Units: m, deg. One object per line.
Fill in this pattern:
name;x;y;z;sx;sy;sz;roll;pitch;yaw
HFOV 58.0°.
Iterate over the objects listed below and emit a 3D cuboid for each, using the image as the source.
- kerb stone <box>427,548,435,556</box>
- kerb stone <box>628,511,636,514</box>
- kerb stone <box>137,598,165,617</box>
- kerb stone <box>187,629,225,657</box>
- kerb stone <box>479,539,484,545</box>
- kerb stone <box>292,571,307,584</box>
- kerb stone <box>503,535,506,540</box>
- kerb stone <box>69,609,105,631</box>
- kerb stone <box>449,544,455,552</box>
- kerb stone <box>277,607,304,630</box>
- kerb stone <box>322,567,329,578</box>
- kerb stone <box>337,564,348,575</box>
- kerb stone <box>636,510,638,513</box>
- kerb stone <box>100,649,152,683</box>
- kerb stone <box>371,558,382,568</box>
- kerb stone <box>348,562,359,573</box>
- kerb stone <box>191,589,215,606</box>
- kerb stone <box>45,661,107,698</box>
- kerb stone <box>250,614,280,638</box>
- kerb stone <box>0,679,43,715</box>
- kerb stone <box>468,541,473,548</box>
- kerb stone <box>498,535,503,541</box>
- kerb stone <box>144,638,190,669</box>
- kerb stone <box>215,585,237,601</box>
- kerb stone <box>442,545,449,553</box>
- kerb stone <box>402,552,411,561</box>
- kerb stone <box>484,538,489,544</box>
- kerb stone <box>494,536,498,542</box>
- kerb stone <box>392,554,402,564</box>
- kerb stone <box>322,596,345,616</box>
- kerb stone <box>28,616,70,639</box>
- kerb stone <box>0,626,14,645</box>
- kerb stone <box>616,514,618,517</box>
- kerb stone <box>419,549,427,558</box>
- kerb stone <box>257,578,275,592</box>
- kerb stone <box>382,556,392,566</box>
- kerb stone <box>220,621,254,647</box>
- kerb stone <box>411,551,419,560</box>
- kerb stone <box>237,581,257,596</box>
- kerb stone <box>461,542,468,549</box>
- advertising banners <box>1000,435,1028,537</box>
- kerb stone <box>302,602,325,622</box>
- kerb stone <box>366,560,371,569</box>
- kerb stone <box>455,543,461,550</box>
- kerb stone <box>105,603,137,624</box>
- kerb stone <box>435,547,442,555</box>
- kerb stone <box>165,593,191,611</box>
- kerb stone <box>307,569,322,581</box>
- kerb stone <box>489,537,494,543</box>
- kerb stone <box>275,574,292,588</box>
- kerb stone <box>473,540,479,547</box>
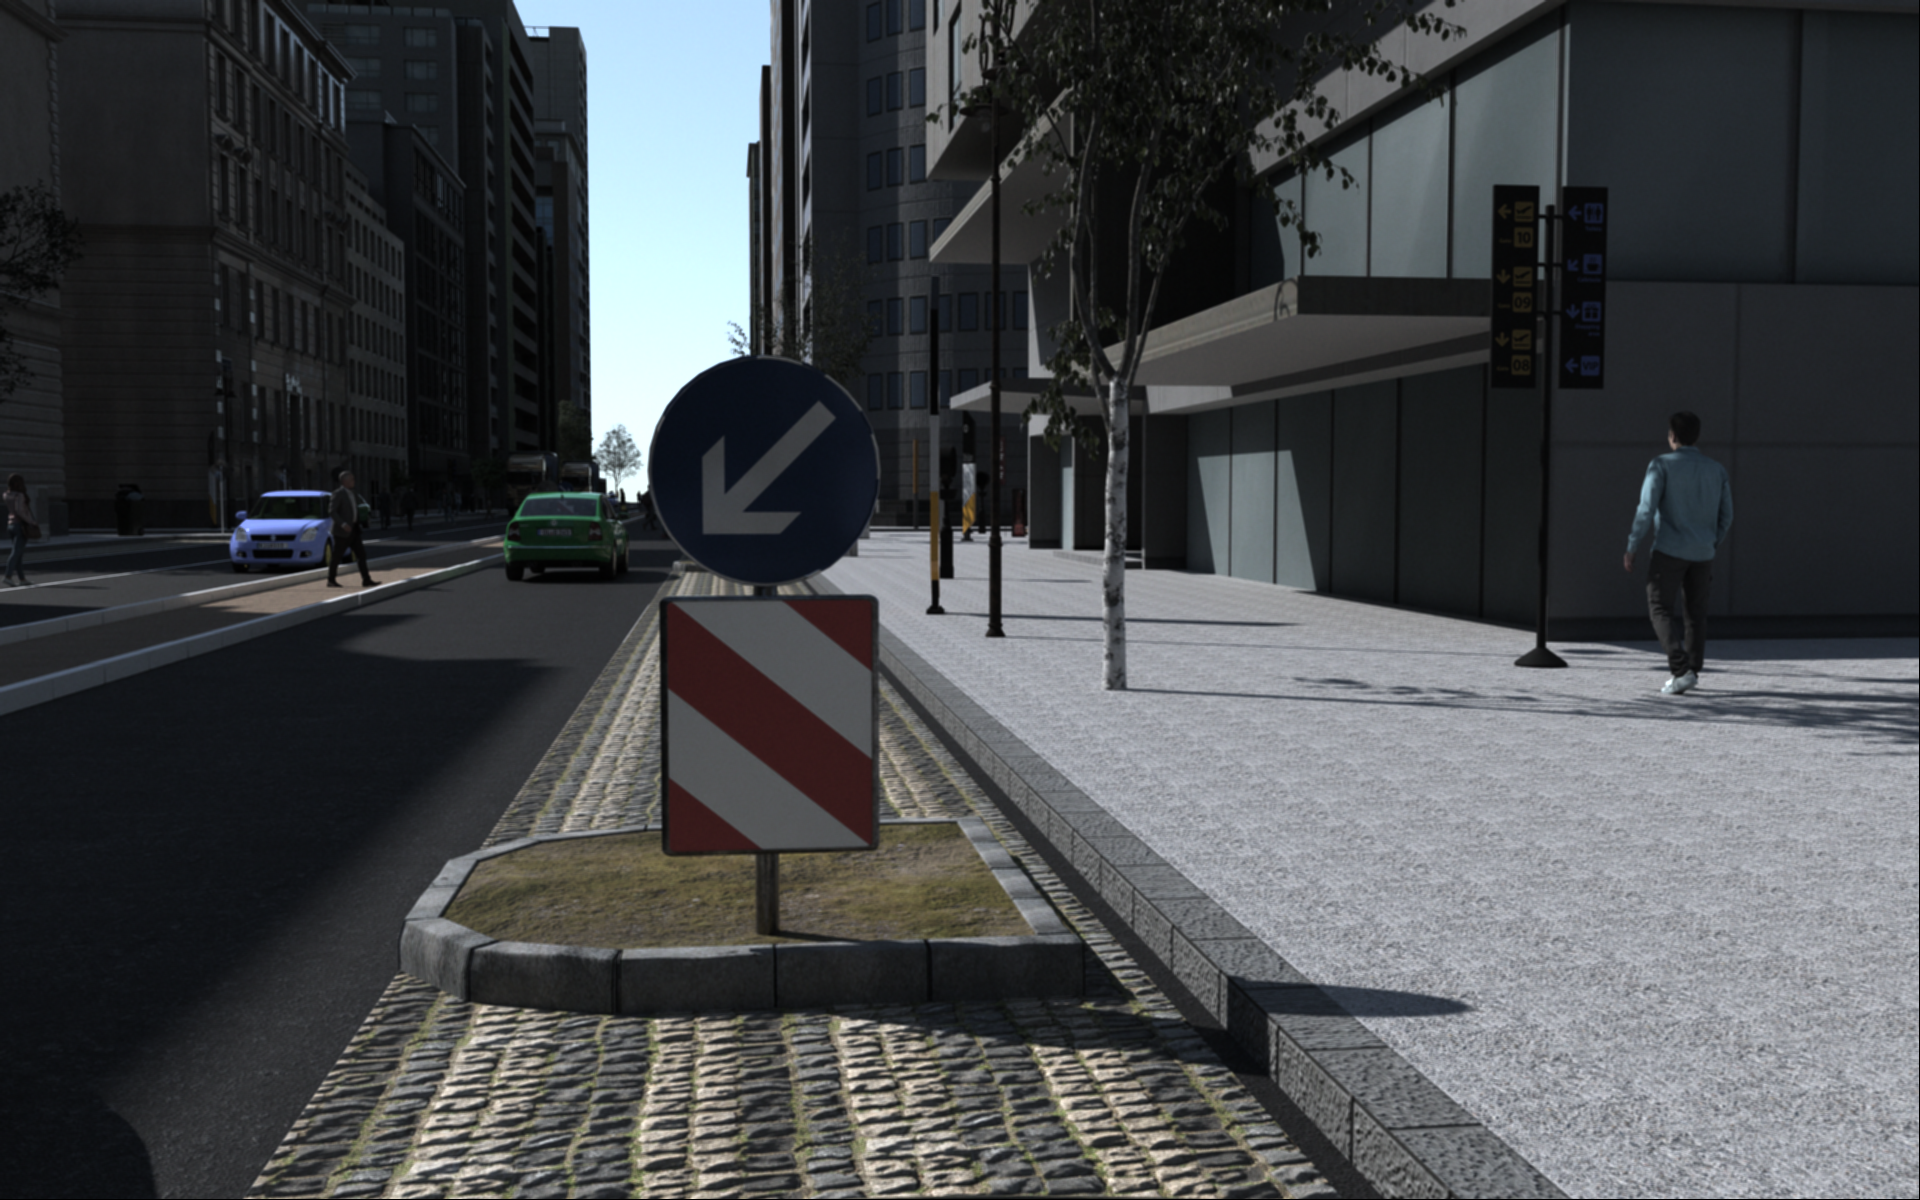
kerb stone;-12.262;-1.070;39.743;0.120;0.150;1.000;0;4;-8
kerb stone;-24.177;-6.449;127.630;0.120;0.150;1.000;0;4;-8
kerb stone;-9.650;0.107;20.475;0.120;0.150;1.000;0;4;-8
kerb stone;-6.876;0.401;15.651;0.120;0.150;1.000;0;4;-8
kerb stone;-13.365;-1.571;47.880;0.120;0.150;1.000;0;4;-8
kerb stone;-10.613;-0.329;27.567;0.120;0.150;1.000;0;4;-8
kerb stone;-14.059;-1.881;52.951;0.120;0.150;1.000;0;4;-8
kerb stone;-9.373;0.230;18.437;0.120;0.150;1.000;0;4;-8
kerb stone;-12.675;-1.259;42.785;0.120;0.150;1.000;0;4;-8
kerb stone;-7.290;0.215;18.689;0.120;0.150;1.000;0;4;-8
kerb stone;-10.887;-0.453;29.594;0.120;0.150;1.000;0;4;-8
kerb stone;-11.027;-0.514;30.607;0.120;0.150;1.000;0;4;-8
kerb stone;-24.592;-6.635;130.669;0.120;0.150;1.000;0;4;-8
kerb stone;-6.602;0.525;13.611;0.120;0.150;1.000;0;4;-8
kerb stone;-11.436;-0.700;33.647;0.120;0.150;1.000;0;4;-8
kerb stone;-11.163;-0.575;31.620;0.120;0.150;1.000;0;4;-8
kerb stone;-9.923;-0.017;22.501;0.120;0.150;1.000;0;4;-8
kerb stone;-6.464;0.589;12.592;0.120;0.150;1.000;0;4;-8
kerb stone;-7.153;0.276;17.676;0.120;0.150;1.000;0;4;-8
kerb stone;-6.321;0.649;11.577;0.120;0.150;1.000;0;4;-8
kerb stone;-13.083;-1.447;45.848;0.120;0.150;1.000;0;4;-8
kerb stone;-13.914;-1.819;51.939;0.120;0.150;1.000;0;4;-8
kerb stone;-6.745;0.463;14.628;0.120;0.150;1.000;0;4;-8
kerb stone;-10.062;-0.081;23.514;0.120;0.150;1.000;0;4;-8
kerb stone;-12.535;-1.197;41.772;0.120;0.150;1.000;0;4;-8
kerb stone;-11.848;-0.887;36.691;0.120;0.150;1.000;0;4;-8
kerb stone;-13.508;-1.629;48.893;0.120;0.150;1.000;0;4;-8
kerb stone;-13.776;-1.754;50.925;0.120;0.150;1.000;0;4;-8
kerb stone;-11.705;-0.824;35.675;0.120;0.150;1.000;0;4;-8
kerb stone;-7.565;0.092;20.719;0.120;0.150;1.000;0;4;-8
kerb stone;-9.238;0.295;17.424;0.120;0.150;1.000;0;4;-8
kerb stone;-9.098;0.354;16.401;0.120;0.150;1.000;0;4;-8
kerb stone;-22.247;-5.579;113.403;0.120;0.150;1.000;0;4;-8
kerb stone;-12.128;-1.007;38.721;0.120;0.150;1.000;0;4;-8
kerb stone;-10.334;-0.202;25.541;0.120;0.150;1.000;0;4;-8
kerb stone;-11.577;-0.762;34.660;0.120;0.150;1.000;0;4;-8
kerb stone;-7.014;0.338;16.664;0.120;0.150;1.000;0;4;-8
kerb stone;-11.983;-0.947;37.706;0.120;0.150;1.000;0;4;-8
kerb stone;-10.193;-0.143;24.527;0.120;0.150;1.000;0;4;-8
kerb stone;-12.949;-1.385;44.834;0.120;0.150;1.000;0;4;-8
advertising banners;1.781;-3.403;51.834;2.074;3.025;0.090;-2;4;-35
kerb stone;-7.432;0.153;19.705;0.120;0.150;1.000;0;4;-8
kerb stone;-11.302;-0.636;32.633;0.120;0.150;1.000;0;4;-8
kerb stone;-12.818;-1.322;43.807;0.120;0.150;1.000;0;4;-8
kerb stone;-9.506;0.167;19.459;0.120;0.150;1.000;0;4;-8
kerb stone;-12.404;-1.135;40.758;0.120;0.150;1.000;0;4;-8
kerb stone;-9.786;0.043;21.488;0.120;0.150;1.000;0;4;-8
kerb stone;-10.752;-0.391;28.581;0.120;0.150;1.000;0;4;-8
kerb stone;-13.643;-1.695;49.911;0.120;0.150;1.000;0;4;-8
kerb stone;-10.471;-0.265;26.554;0.120;0.150;1.000;0;4;-8
kerb stone;-13.227;-1.509;46.867;0.120;0.150;1.000;0;4;-8
